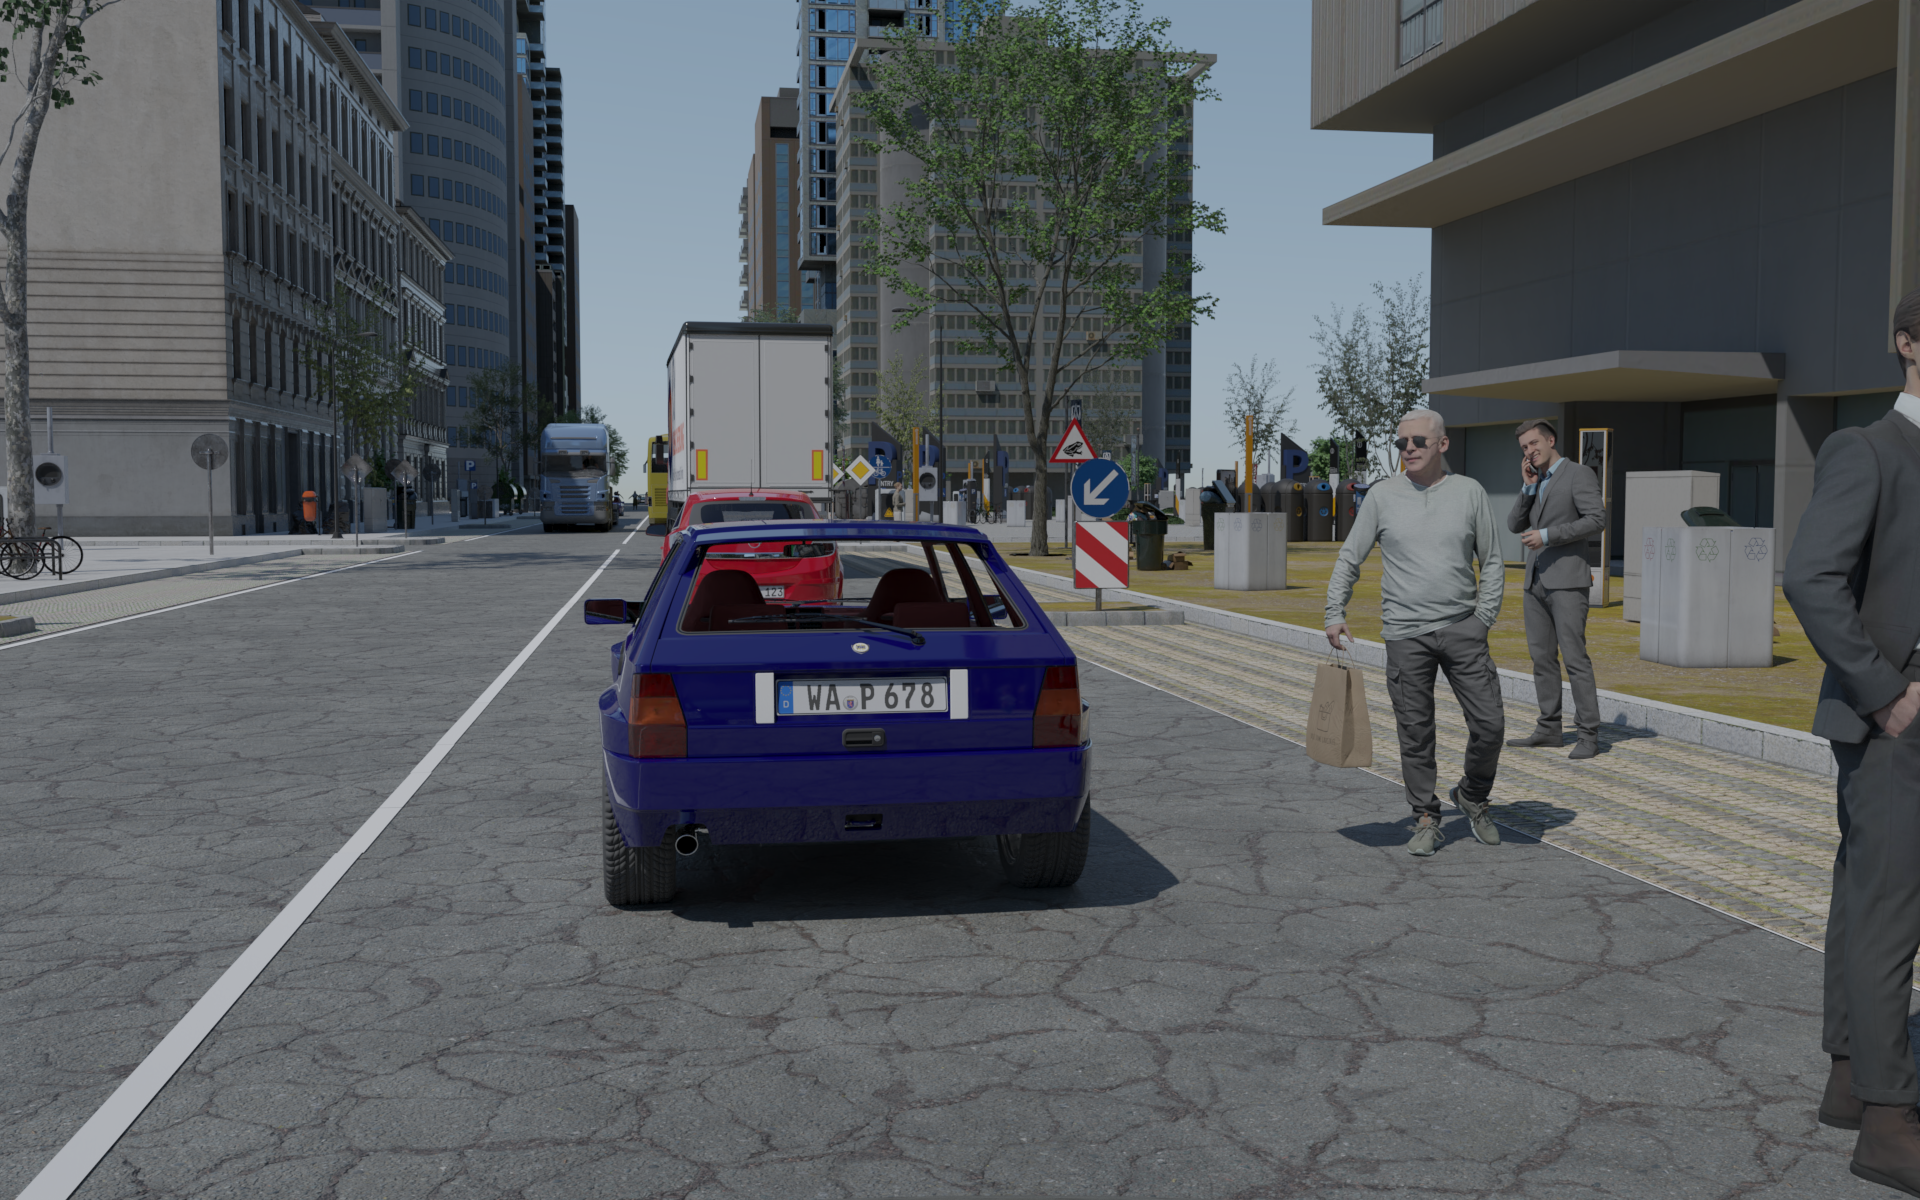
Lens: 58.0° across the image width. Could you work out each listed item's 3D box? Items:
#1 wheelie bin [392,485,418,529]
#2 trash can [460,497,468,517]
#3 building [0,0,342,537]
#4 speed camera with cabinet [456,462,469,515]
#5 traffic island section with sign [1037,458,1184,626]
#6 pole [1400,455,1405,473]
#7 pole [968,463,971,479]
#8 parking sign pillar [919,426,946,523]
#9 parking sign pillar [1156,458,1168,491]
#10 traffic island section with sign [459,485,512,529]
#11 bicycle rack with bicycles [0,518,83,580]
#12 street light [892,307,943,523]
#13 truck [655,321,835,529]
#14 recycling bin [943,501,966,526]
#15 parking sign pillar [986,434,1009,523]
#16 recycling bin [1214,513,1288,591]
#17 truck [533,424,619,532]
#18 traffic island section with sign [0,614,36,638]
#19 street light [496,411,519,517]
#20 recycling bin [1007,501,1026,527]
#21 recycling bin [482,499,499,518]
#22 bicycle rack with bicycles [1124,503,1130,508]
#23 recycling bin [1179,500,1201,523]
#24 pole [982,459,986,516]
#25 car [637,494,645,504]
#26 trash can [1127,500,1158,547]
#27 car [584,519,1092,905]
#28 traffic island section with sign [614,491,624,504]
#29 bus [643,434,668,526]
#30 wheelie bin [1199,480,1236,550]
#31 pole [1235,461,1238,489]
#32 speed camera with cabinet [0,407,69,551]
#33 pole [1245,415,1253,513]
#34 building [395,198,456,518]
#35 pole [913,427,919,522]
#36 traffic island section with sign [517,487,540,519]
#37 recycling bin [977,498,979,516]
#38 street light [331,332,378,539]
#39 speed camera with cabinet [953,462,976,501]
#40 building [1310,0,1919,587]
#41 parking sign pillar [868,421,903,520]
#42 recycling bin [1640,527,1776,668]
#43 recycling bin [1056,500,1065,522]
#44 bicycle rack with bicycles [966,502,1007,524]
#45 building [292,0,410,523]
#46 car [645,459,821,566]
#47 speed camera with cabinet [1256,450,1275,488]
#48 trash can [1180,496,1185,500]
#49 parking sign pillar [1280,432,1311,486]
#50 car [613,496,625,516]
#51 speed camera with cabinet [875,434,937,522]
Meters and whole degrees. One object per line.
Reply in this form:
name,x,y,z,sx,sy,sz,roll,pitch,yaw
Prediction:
wheelie bin,-20.332,-3.402,63.539,0.693,1.594,0.980,3,4,36
trash can,-27.476,-5.130,95.530,0.748,1.137,0.748,0,3,0
building,-28.077,-12.878,59.710,9.793,20.994,18.267,-1,4,-10
speed camera with cabinet,-30.019,-6.754,104.766,0.660,3.252,2.038,-2,4,-24
traffic island section with sign,1.297,-0.671,19.595,1.989,1.847,2.006,-1,4,-10
pole,15.977,-4.200,62.514,0.158,3.312,0.155,0,3,0
pole,0.654,-7.367,114.291,0.158,3.312,0.155,0,3,0
parking sign pillar,-1.121,-4.887,68.369,1.447,3.967,1.447,-3,5,-40
parking sign pillar,15.224,-8.678,130.357,1.447,3.967,1.447,2,4,32
traffic island section with sign,-19.758,-3.885,72.143,1.989,1.847,2.006,-1,4,-10
bicycle rack with bicycles,-14.780,-0.776,26.071,2.925,0.926,2.852,-2,4,-29
street light,-1.010,-4.329,43.325,1.470,5.913,1.316,-1,4,-10
truck,-4.385,-2.745,33.802,2.839,4.237,11.283,-1,4,-11
recycling bin,-0.253,-2.919,60.278,0.722,1.027,0.722,2,4,26
parking sign pillar,1.859,-5.498,78.357,1.447,3.967,1.447,1,4,15
recycling bin,3.904,-0.656,23.276,0.722,1.027,0.722,-2,4,-29
truck,-15.640,-5.032,72.027,2.967,4.110,18.799,-1,4,-10
traffic island section with sign,-10.515,-0.533,17.345,1.989,1.847,2.006,-1,4,-10
street light,-25.345,-7.607,96.916,1.470,5.913,1.316,-1,4,-10
recycling bin,2.193,-3.363,67.542,0.722,1.027,0.722,0,4,2
recycling bin,-24.967,-4.865,92.089,0.722,1.027,0.722,0,4,2
bicycle rack with bicycles,10.269,-6.514,119.888,2.852,0.926,2.925,-1,4,-23
recycling bin,10.152,-3.909,76.472,0.722,1.027,0.722,3,5,42
pole,1.398,-6.536,100.703,0.158,3.312,0.155,0,3,0
car,-44.029,-14.130,240.811,2.009,1.686,4.222,-1,4,-9
trash can,4.454,-1.875,42.315,0.748,1.137,0.748,0,3,0
car,-0.648,0.311,7.498,1.945,1.354,3.894,-1,4,-10
traffic island section with sign,-50.771,-15.131,256.016,1.989,1.847,2.006,-1,4,-10
bus,-11.209,-4.753,69.252,2.896,3.916,12.252,-1,4,-10
wheelie bin,5.890,-1.948,39.760,0.693,1.594,0.980,2,4,27
pole,17.045,-6.911,106.830,0.158,3.312,0.155,0,3,0
speed camera with cabinet,-21.310,-2.739,39.113,2.038,3.252,0.660,-1,4,-19
pole,7.483,-3.122,44.880,0.158,3.312,0.155,0,3,0
building,-35.444,-14.356,99.342,10.561,19.102,19.286,-1,4,-10
pole,-1.346,-3.618,53.005,0.158,3.312,0.155,0,3,0
traffic island section with sign,-24.310,-5.537,99.163,1.989,1.847,2.006,-1,4,-10
recycling bin,0.691,-5.566,103.556,0.722,1.027,0.722,2,4,33
street light,-17.392,-4.724,49.778,1.470,5.913,1.316,-1,4,-10
speed camera with cabinet,0.264,-6.880,106.831,0.660,3.252,2.038,-2,4,-27
building,22.443,-26.557,23.441,28.713,52.752,27.495,-1,4,-10
parking sign pillar,-2.765,-4.613,63.889,1.447,3.967,1.447,2,4,33
recycling bin,5.642,-0.033,13.095,0.722,1.027,0.722,0,4,-3
recycling bin,4.827,-4.043,78.658,0.722,1.027,0.722,-2,4,-26
bicycle rack with bicycles,1.048,-3.749,74.682,2.852,0.926,2.925,-1,4,-21
building,-31.975,-15.266,78.483,11.050,23.489,19.941,-1,4,-10
car,-2.279,-0.580,18.521,2.155,1.783,4.494,-1,4,-9
speed camera with cabinet,14.299,-5.164,78.772,2.038,3.252,0.660,-3,5,-44
trash can,13.416,-5.648,104.000,0.748,1.137,0.748,0,3,0
parking sign pillar,14.706,-5.349,75.922,1.447,3.967,1.447,-1,4,-19
car,-22.700,-6.092,112.184,1.945,1.354,3.894,-1,4,-9
speed camera with cabinet,-1.768,-3.846,57.220,2.038,3.252,0.660,0,4,0
